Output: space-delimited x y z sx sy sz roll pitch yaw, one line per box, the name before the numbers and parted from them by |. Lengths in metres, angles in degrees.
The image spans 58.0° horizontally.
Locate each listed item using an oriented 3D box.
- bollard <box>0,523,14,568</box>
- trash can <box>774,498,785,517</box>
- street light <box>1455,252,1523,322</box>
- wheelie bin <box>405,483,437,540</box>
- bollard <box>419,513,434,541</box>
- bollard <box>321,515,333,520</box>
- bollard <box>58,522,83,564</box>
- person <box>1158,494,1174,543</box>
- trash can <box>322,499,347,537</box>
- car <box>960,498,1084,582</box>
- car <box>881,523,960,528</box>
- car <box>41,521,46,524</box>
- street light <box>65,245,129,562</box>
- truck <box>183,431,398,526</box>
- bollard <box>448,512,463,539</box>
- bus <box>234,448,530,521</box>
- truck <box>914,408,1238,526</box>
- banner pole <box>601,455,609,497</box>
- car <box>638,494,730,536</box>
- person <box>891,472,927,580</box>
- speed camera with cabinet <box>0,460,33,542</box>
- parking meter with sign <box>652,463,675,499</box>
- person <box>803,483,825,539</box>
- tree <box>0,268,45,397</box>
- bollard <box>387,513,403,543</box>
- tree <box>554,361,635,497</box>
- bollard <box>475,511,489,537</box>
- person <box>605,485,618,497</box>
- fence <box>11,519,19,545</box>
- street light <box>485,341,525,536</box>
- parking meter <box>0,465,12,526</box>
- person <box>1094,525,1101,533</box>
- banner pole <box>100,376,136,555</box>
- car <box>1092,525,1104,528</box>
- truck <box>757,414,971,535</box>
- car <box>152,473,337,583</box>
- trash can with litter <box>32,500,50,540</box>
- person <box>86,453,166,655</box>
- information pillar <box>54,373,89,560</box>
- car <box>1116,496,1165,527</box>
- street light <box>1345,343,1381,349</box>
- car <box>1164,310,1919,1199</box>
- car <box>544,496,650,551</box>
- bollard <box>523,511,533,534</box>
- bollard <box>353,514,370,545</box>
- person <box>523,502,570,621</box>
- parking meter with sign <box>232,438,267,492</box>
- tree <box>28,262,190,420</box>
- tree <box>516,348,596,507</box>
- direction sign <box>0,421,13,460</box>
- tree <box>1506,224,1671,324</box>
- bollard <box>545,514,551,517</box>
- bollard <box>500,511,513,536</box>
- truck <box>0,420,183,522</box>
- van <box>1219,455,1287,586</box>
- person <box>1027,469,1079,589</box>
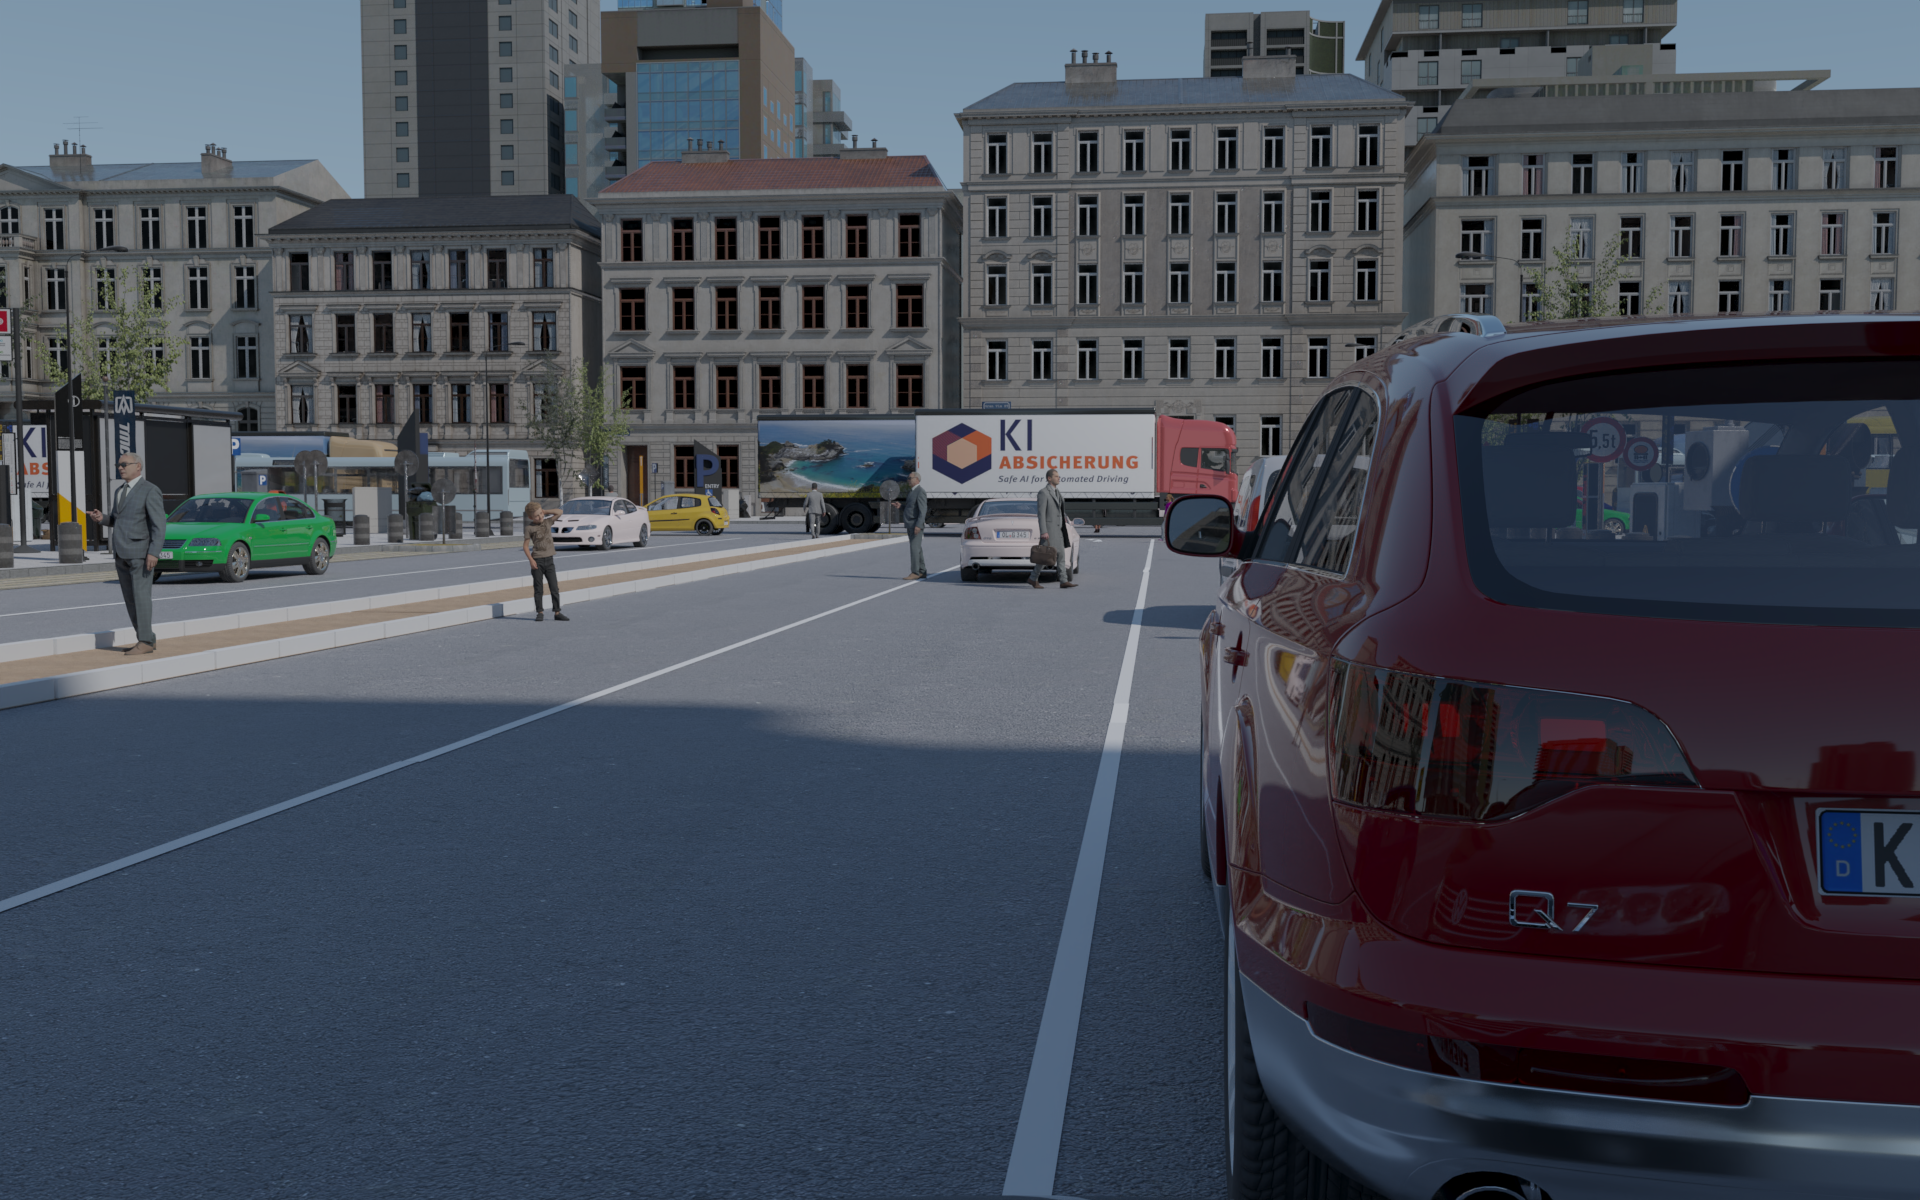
bollard | -16.674 -0.940 30.091 0.404 0.777 0.398 0 3 0
trash can | -10.138 -5.241 97.343 0.748 1.137 0.748 0 3 0
street light | 10.188 -3.716 33.291 1.470 5.913 1.316 0 4 7
wheelie bin | -15.051 -2.479 48.445 0.980 1.594 0.693 1 4 21
bollard | -14.647 -2.008 47.548 0.404 0.777 0.398 0 3 0
bollard | -15.321 -1.652 41.733 0.404 0.777 0.398 0 3 0
bollard | -16.451 -1.058 32.023 0.404 0.777 0.398 0 3 0
person | 5.988 -2.393 50.864 0.776 1.435 0.726 -1 4 -20
trash can | -18.681 -2.453 51.757 0.748 1.137 0.748 0 3 0
car | 1.077 -1.065 29.777 2.083 1.381 4.827 0 4 6
car | -2.396 -3.751 73.686 4.827 1.381 2.083 0 4 7
car | -43.183 -4.412 84.500 4.827 1.381 2.083 0 4 5
street light | -16.223 -3.671 32.570 1.470 5.913 1.316 0 4 7
truck | -30.341 -5.478 78.479 11.283 4.237 2.839 0 4 6
bollard | -14.420 -2.126 49.483 0.404 0.777 0.398 0 3 0
bus | -25.015 -4.796 73.281 13.247 3.499 2.948 0 4 7
truck | 4.219 -4.199 57.573 11.283 4.237 2.839 0 4 7
banner pole | -20.105 -6.598 97.897 0.863 3.779 0.401 3 4 37
car | -10.036 -3.053 60.148 3.980 1.641 2.015 0 4 7
person | -0.825 -1.248 29.082 0.590 1.801 0.661 -1 4 -20
speed camera with cabinet | -25.791 -3.218 46.948 0.660 3.252 2.038 -3 5 -44
parking meter with sign | -16.526 -6.226 98.057 1.738 3.016 0.543 -3 5 -39
person | -4.546 -2.772 54.098 0.678 1.792 0.850 0 4 -8
tree | -24.082 -5.509 40.427 4.360 8.622 3.978 0 3 0
bollard | -14.874 -1.890 45.613 0.404 0.777 0.398 0 3 0
tree | -19.936 -8.810 94.413 4.737 8.622 4.395 0 3 0
bollard | -14.192 -2.245 51.426 0.404 0.777 0.398 0 3 0
person | -13.414 -3.554 66.961 0.716 1.782 0.532 -2 4 -33
fence | -24.745 -1.733 43.706 2.069 0.683 0.278 1 4 13
street light | -13.918 -4.915 52.909 1.470 5.913 1.316 0 4 7
parking meter | -19.193 -1.766 34.590 0.399 1.863 0.255 1 4 15
person | 4.996 -3.194 63.957 0.421 1.427 0.697 -3 4 -36
banner pole | -17.872 -2.860 36.780 0.863 3.779 0.401 0 4 2
car | 4.516 -3.913 73.768 4.222 1.686 2.009 0 4 5
truck | -1.444 -4.444 61.567 11.283 4.237 2.839 0 4 8
car | -12.341 -1.263 29.441 1.959 1.807 4.718 0 4 6
trash can with litter | -25.882 -2.286 48.765 1.055 1.170 0.624 0 4 2
person | -7.443 -0.417 15.491 0.661 1.801 0.590 2 4 26
information pillar | -17.122 -2.569 33.361 0.504 3.616 0.183 -3 5 -40
car | 8.648 -3.955 77.034 4.827 1.381 2.083 1 4 8
street light | 12.529 -4.943 53.353 1.470 5.913 1.316 0 4 7
car | 1.702 0.240 4.743 2.281 1.827 5.304 0 4 7
car | -9.609 -2.026 45.480 2.083 1.381 4.827 1 4 9
bollard | -13.746 -2.482 55.291 0.404 0.777 0.398 0 3 0
bollard | -15.094 -1.771 43.680 0.404 0.777 0.398 0 3 0
person | -4.670 -0.436 19.538 0.435 1.345 0.340 -3 4 -37
parking meter with sign | -21.717 -3.488 53.294 1.738 3.016 0.543 1 4 23
tree | -26.313 -6.352 54.212 4.737 8.622 4.395 0 3 0
tree | -20.084 -8.355 86.967 4.360 8.622 3.978 0 3 0
direction sign | -29.660 -3.782 53.833 0.379 3.537 0.876 0 4 3
tree | 17.385 -5.980 48.131 4.737 8.622 4.395 0 3 0
bollard | -13.515 -2.601 57.242 0.404 0.777 0.398 0 3 0
bollard | -13.972 -2.363 53.358 0.404 0.777 0.398 0 3 0
truck | -35.731 -4.739 66.395 11.283 4.237 2.839 0 4 6
van | 3.887 -0.780 19.759 2.013 2.044 4.112 0 4 5
person | 1.407 -1.077 26.204 0.767 1.812 0.694 2 4 30
